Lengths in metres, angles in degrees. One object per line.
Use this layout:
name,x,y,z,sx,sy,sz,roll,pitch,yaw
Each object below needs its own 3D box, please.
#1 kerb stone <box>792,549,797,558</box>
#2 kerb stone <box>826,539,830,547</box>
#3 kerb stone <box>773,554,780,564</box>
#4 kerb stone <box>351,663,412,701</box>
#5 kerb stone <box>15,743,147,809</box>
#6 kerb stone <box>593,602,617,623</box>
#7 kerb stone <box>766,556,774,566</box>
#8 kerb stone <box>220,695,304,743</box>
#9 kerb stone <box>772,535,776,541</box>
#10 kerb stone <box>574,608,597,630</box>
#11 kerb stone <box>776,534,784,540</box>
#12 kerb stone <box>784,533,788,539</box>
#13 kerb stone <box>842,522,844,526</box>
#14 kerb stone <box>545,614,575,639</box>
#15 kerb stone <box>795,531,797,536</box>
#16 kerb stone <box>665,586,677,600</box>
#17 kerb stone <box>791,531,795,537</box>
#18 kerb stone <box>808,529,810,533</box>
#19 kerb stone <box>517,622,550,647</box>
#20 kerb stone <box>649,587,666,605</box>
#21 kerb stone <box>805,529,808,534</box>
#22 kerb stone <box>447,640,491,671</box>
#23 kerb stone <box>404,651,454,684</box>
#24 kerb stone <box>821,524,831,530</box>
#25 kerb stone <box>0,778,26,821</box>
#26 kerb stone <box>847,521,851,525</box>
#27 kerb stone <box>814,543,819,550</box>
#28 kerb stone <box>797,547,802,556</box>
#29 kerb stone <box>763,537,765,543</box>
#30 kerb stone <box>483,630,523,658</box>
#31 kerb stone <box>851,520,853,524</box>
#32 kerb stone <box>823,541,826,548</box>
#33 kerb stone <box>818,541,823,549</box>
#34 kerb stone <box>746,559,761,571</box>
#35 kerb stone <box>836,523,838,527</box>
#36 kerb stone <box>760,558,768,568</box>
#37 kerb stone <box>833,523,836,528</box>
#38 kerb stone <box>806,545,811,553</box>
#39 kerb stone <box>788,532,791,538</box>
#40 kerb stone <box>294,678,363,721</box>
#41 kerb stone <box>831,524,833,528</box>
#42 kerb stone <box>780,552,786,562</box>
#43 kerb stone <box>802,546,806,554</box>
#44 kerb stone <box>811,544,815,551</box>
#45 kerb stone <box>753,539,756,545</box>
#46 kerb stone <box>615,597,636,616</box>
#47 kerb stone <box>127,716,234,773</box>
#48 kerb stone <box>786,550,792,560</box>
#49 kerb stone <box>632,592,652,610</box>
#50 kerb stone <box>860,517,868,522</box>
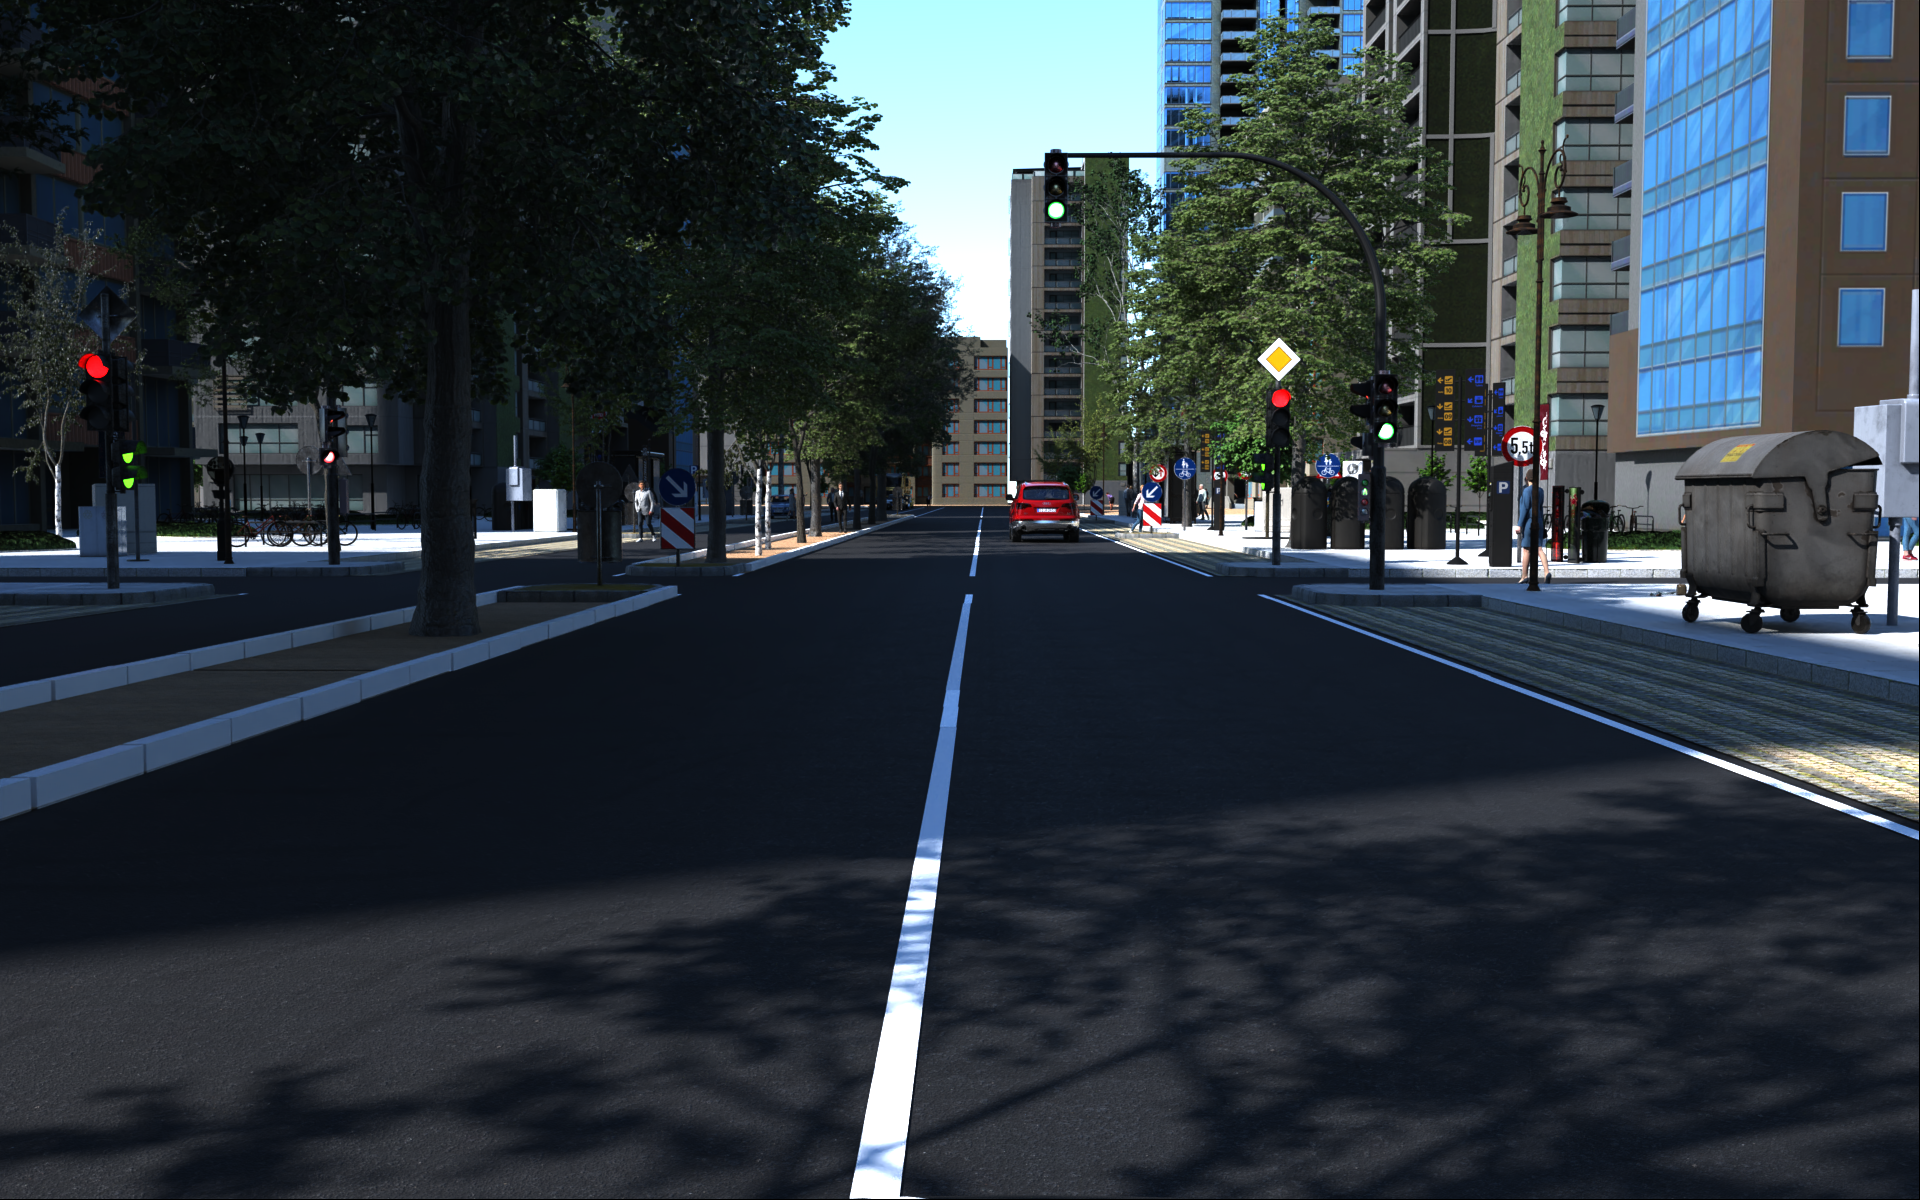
kerb stone,-3.808,-1.002,38.611,0.120,0.150,1.000,0,4,1
kerb stone,-3.694,-1.502,46.792,0.120,0.150,1.000,0,4,1
kerb stone,-3.857,-0.816,35.535,0.120,0.150,1.000,0,4,1
kerb stone,-4.192,0.594,12.480,0.120,0.150,1.000,0,4,1
kerb stone,-4.246,0.848,8.366,0.120,0.150,1.000,0,4,1
kerb stone,-4.085,0.155,19.657,0.120,0.150,1.000,0,4,1
kerb stone,-3.870,-0.753,34.507,0.120,0.150,1.000,0,4,1
kerb stone,-4.221,0.721,10.415,0.120,0.150,1.000,0,4,1
kerb stone,-5.714,-1.821,51.974,0.120,0.150,1.000,0,4,1
kerb stone,-4.101,0.222,18.630,0.120,0.150,1.000,0,4,1
kerb stone,-5.685,-1.946,54.020,0.120,0.150,1.000,0,4,1
kerb stone,-5.667,-2.009,55.048,0.120,0.150,1.000,0,4,1
kerb stone,-5.362,-3.324,76.570,0.120,0.150,1.000,0,4,1
kerb stone,-4.114,0.281,17.604,0.120,0.150,1.000,0,4,1
kerb stone,-5.619,-2.197,58.116,0.120,0.150,1.000,0,4,1
kerb stone,-4.023,-0.095,23.746,0.120,0.150,1.000,0,4,1
kerb stone,-5.643,-2.134,57.094,0.120,0.150,1.000,0,4,1
kerb stone,-5.535,-2.573,64.270,0.120,0.150,1.000,0,4,1
kerb stone,-4.130,0.344,16.577,0.120,0.150,1.000,0,4,1
kerb stone,-4.037,-0.031,22.724,0.120,0.150,1.000,0,4,1
kerb stone,-5.580,-2.385,61.194,0.120,0.150,1.000,0,4,1
kerb stone,-4.156,0.472,14.528,0.120,0.150,1.000,0,4,1
kerb stone,-4.181,0.534,13.503,0.120,0.150,1.000,0,4,1
kerb stone,-5.457,-2.950,70.423,0.120,0.150,1.000,0,4,1
kerb stone,-4.267,0.910,7.330,0.120,0.150,1.000,0,4,1
kerb stone,-5.309,-3.576,80.667,0.120,0.150,1.000,0,4,1
kerb stone,-3.736,-1.307,43.725,0.120,0.150,1.000,0,4,1
kerb stone,-3.798,-1.067,39.633,0.120,0.150,1.000,0,4,1
kerb stone,-5.752,-1.694,49.922,0.120,0.150,1.000,0,4,1
kerb stone,-4.141,0.407,15.549,0.120,0.150,1.000,0,4,1
kerb stone,-5.285,-3.639,81.689,0.120,0.150,1.000,0,4,1
kerb stone,-3.711,-1.439,45.769,0.120,0.150,1.000,0,4,1
kerb stone,-3.722,-1.378,44.747,0.120,0.150,1.000,0,4,1
kerb stone,-3.899,-0.622,32.461,0.120,0.150,1.000,0,4,1
kerb stone,-5.403,-3.138,73.499,0.120,0.150,1.000,0,4,1
kerb stone,-3.888,-0.686,33.485,0.120,0.150,1.000,0,4,1
kerb stone,-5.417,-3.075,72.475,0.120,0.150,1.000,0,4,1
kerb stone,-3.764,-1.192,41.681,0.120,0.150,1.000,0,4,1
kerb stone,-5.657,-2.072,56.070,0.120,0.150,1.000,0,4,1
kerb stone,-4.199,0.658,11.437,0.120,0.150,1.000,0,4,1
kerb stone,-5.430,-3.013,71.452,0.120,0.150,1.000,0,4,1
kerb stone,-3.840,-0.878,36.557,0.120,0.150,1.000,0,4,1
kerb stone,-3.782,-1.126,40.659,0.120,0.150,1.000,0,4,1
kerb stone,-3.755,-1.251,42.703,0.120,0.150,1.000,0,4,1
kerb stone,-5.777,-1.570,47.871,0.120,0.150,1.000,0,4,1
kerb stone,-4.066,0.096,20.679,0.120,0.150,1.000,0,4,1
kerb stone,-4.231,0.783,9.393,0.120,0.150,1.000,0,4,1
kerb stone,-3.824,-0.941,37.585,0.120,0.150,1.000,0,4,1
kerb stone,-4.050,0.033,21.701,0.120,0.150,1.000,0,4,1
kerb stone,-5.124,-4.325,92.956,0.120,0.150,1.000,0,4,1
